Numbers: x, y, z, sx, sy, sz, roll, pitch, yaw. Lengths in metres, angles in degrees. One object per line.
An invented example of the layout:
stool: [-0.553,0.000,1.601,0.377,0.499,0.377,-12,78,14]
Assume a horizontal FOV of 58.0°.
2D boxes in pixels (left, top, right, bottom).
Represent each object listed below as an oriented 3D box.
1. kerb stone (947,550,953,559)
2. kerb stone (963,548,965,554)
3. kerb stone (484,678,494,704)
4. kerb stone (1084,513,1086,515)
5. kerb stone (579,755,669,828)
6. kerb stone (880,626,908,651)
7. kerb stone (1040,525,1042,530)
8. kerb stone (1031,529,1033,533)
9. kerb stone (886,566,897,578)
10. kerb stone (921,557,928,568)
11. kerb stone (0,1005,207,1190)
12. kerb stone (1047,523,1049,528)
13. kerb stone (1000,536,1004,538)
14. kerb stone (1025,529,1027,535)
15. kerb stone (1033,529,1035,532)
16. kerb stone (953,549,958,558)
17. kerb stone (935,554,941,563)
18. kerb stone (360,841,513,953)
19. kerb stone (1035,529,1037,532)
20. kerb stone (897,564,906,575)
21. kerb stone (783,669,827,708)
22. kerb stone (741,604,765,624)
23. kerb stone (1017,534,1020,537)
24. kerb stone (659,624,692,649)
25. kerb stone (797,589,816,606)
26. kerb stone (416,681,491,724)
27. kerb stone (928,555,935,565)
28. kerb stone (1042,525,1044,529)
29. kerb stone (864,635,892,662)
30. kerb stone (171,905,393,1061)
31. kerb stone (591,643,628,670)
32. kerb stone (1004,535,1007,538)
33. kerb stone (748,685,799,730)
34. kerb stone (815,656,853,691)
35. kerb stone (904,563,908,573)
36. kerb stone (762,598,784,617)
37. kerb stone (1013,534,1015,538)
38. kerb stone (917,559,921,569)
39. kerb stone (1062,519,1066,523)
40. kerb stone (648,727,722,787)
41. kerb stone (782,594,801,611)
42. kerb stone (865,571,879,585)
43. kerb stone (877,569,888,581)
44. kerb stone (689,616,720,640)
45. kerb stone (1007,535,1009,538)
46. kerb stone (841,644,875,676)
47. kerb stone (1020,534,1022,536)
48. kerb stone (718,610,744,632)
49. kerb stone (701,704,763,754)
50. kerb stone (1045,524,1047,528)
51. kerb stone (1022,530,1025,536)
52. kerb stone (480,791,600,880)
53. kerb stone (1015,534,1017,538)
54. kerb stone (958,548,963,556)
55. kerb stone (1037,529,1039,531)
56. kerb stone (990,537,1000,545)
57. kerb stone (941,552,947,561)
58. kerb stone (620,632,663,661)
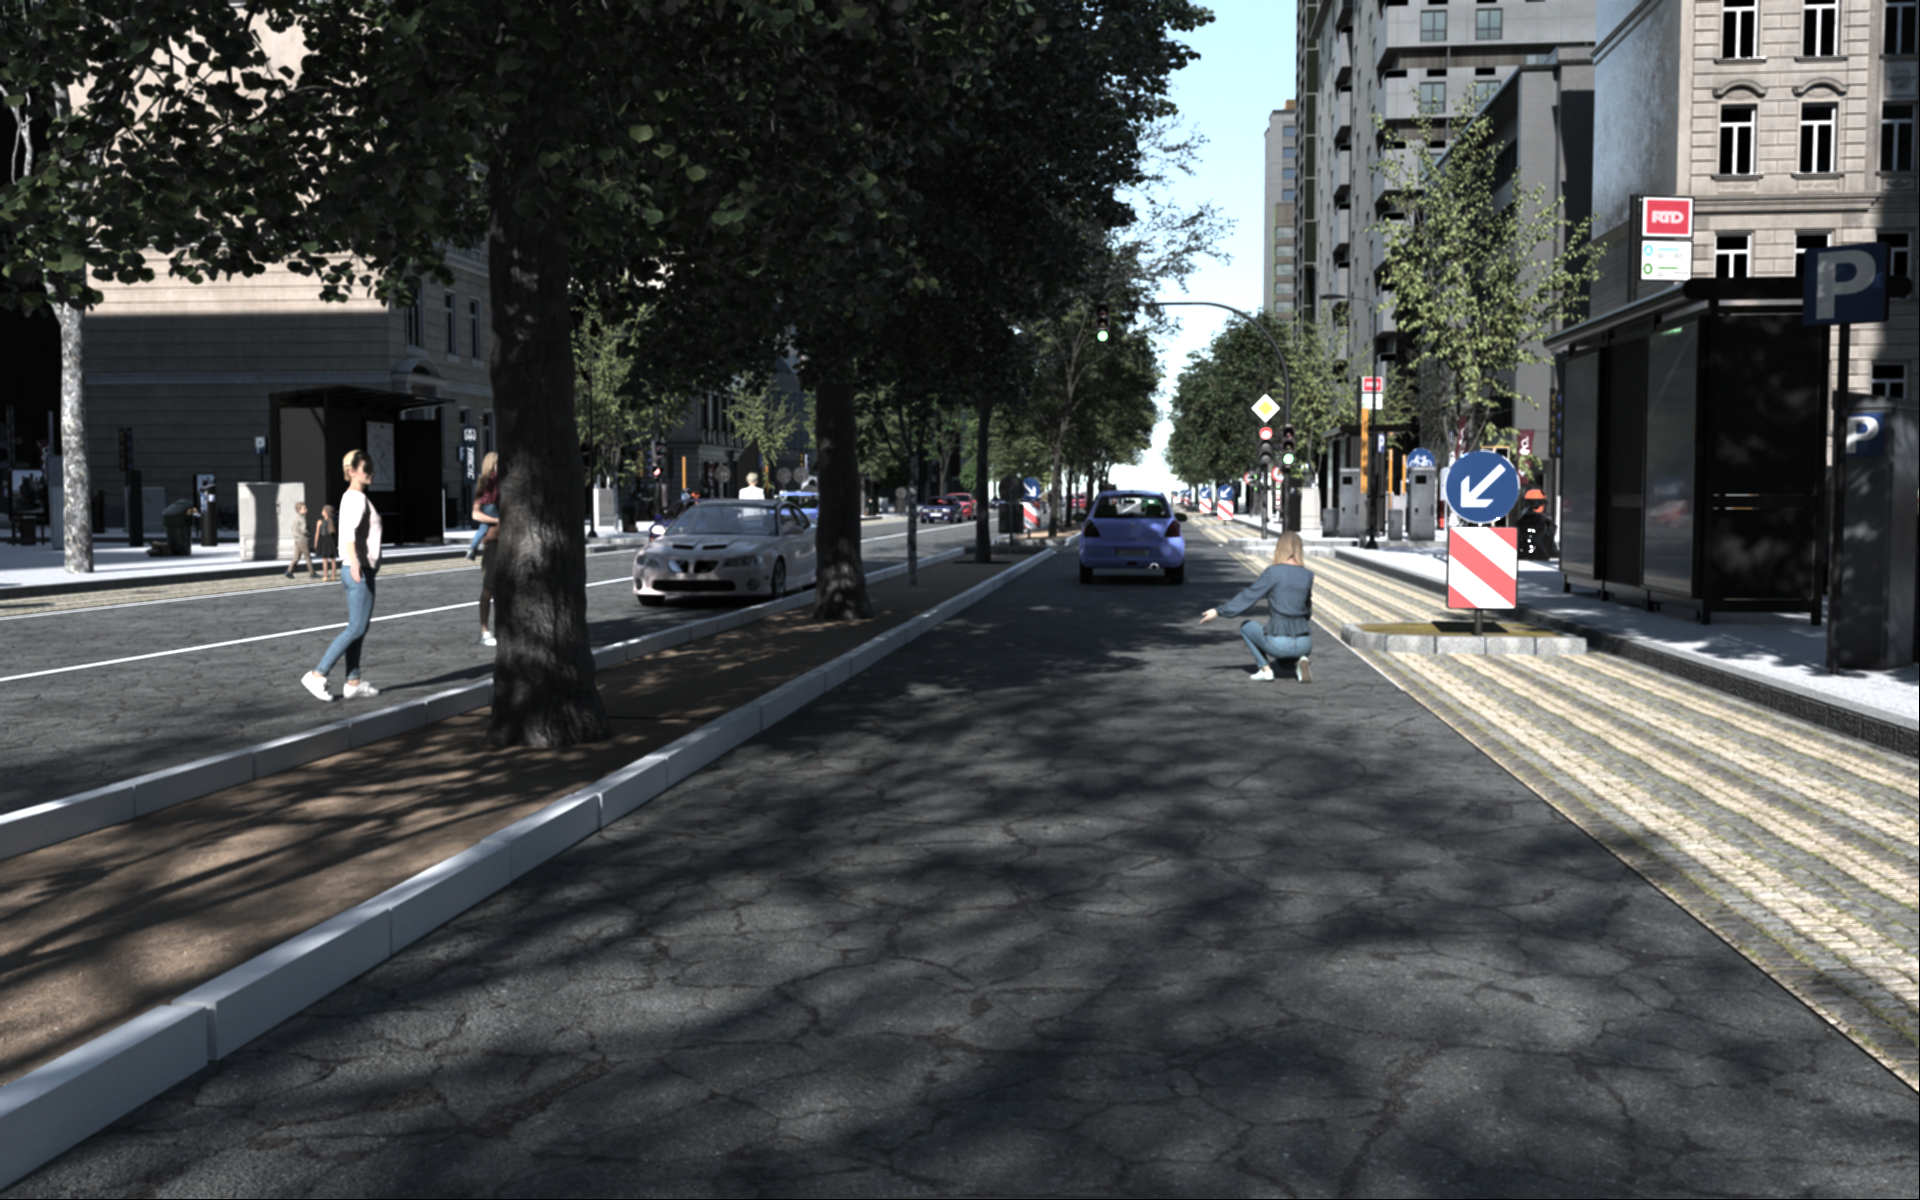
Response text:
kerb stone: [-0.331,-0.943,37.705,0.120,0.150,1.000,0,4,6]
kerb stone: [0.012,-1.136,40.769,0.120,0.150,1.000,0,4,6]
kerb stone: [-3.180,0.610,12.218,0.120,0.150,1.000,0,4,6]
kerb stone: [8.837,-5.960,119.759,0.120,0.150,1.000,0,4,6]
kerb stone: [-1.540,0.873,7.926,0.120,0.150,1.000,0,4,6]
kerb stone: [-0.639,0.374,16.088,0.120,0.150,1.000,0,4,6]
kerb stone: [3.033,-2.788,67.814,0.120,0.150,1.000,0,4,6]
kerb stone: [2.461,-2.479,62.723,0.120,0.150,1.000,0,4,6]
kerb stone: [-1.243,-0.449,29.530,0.120,0.150,1.000,0,4,6]
kerb stone: [-0.790,-0.699,33.627,0.120,0.150,1.000,0,4,6]
kerb stone: [-2.004,1.123,3.853,0.120,0.150,1.000,0,4,6]
kerb stone: [3.485,-3.040,71.894,0.120,0.150,1.000,0,4,6]
kerb stone: [1.094,-1.729,50.514,0.120,0.150,1.000,0,4,6]
kerb stone: [2.127,-2.291,59.674,0.120,0.150,1.000,0,4,6]
kerb stone: [2.574,-2.540,63.742,0.120,0.150,1.000,0,4,6]
kerb stone: [-0.213,-1.012,38.736,0.120,0.150,1.000,0,4,6]
kerb stone: [-0.560,-0.824,35.668,0.120,0.150,1.000,0,4,6]
kerb stone: [-1.772,1.003,5.894,0.120,0.150,1.000,0,4,6]
kerb stone: [2.685,-2.603,64.762,0.120,0.150,1.000,0,4,6]
kerb stone: [-1.133,-0.510,30.564,0.120,0.150,1.000,0,4,6]
kerb stone: [-1.092,0.623,12.008,0.120,0.150,1.000,0,4,6]
kerb stone: [-2.373,0.177,19.343,0.120,0.150,1.000,0,4,6]
kerb stone: [1.780,-2.106,56.626,0.120,0.150,1.000,0,4,6]
kerb stone: [-2.734,0.362,16.291,0.120,0.150,1.000,0,4,6]
kerb stone: [-2.034,-0.012,22.391,0.120,0.150,1.000,0,4,6]
kerb stone: [-3.295,0.673,11.200,0.120,0.150,1.000,0,4,6]
kerb stone: [-0.670,-0.762,34.652,0.120,0.150,1.000,0,4,6]
kerb stone: [3.147,-2.853,68.838,0.120,0.150,1.000,0,4,6]
kerb stone: [-0.750,0.440,15.071,0.120,0.150,1.000,0,4,6]
kerb stone: [-1.882,1.059,4.877,0.120,0.150,1.000,0,4,6]
kerb stone: [-2.961,0.490,14.251,0.120,0.150,1.000,0,4,6]
kerb stone: [1.209,-1.794,51.531,0.120,0.150,1.000,0,4,6]
kerb stone: [-1.198,0.686,10.986,0.120,0.150,1.000,0,4,6]
kerb stone: [-0.972,0.560,13.033,0.120,0.150,1.000,0,4,6]
kerb stone: [-1.012,-0.574,31.579,0.120,0.150,1.000,0,4,6]
kerb stone: [-2.264,0.116,20.360,0.120,0.150,1.000,0,4,6]
kerb stone: [1.556,-1.980,54.584,0.120,0.150,1.000,0,4,6]
kerb stone: [-0.903,-0.635,32.611,0.120,0.150,1.000,0,4,6]
kerb stone: [5.529,-4.157,90.215,0.120,0.150,1.000,0,4,6]
kerb stone: [-1.428,0.810,8.947,0.120,0.150,1.000,0,4,6]
kerb stone: [-2.150,0.058,21.376,0.120,0.150,1.000,0,4,6]
kerb stone: [-1.471,-0.322,27.498,0.120,0.150,1.000,0,4,6]
kerb stone: [-1.367,-0.384,28.515,0.120,0.150,1.000,0,4,6]
kerb stone: [-2.609,0.299,17.312,0.120,0.150,1.000,0,4,6]
kerb stone: [1.323,-1.856,52.546,0.120,0.150,1.000,0,4,6]
kerb stone: [-0.853,0.498,14.048,0.120,0.150,1.000,0,4,6]
kerb stone: [1.895,-2.162,57.642,0.120,0.150,1.000,0,4,6]
kerb stone: [-2.490,0.243,18.328,0.120,0.150,1.000,0,4,6]
kerb stone: [-1.322,0.748,9.963,0.120,0.150,1.000,0,4,6]
kerb stone: [3.373,-2.974,70.878,0.120,0.150,1.000,0,4,6]
kerb stone: [2.007,-2.223,58.659,0.120,0.150,1.000,0,4,6]
kerb stone: [-1.664,0.935,6.910,0.120,0.150,1.000,0,4,6]
kerb stone: [1.662,-2.043,55.600,0.120,0.150,1.000,0,4,6]
kerb stone: [-0.096,-1.074,39.752,0.120,0.150,1.000,0,4,6]
kerb stone: [2.805,-2.666,65.777,0.120,0.150,1.000,0,4,6]
kerb stone: [0.974,-1.670,49.493,0.120,0.150,1.000,0,4,6]
kerb stone: [-0.442,-0.885,36.688,0.120,0.150,1.000,0,4,6]
kerb stone: [-2.839,0.423,15.274,0.120,0.150,1.000,0,4,6]
